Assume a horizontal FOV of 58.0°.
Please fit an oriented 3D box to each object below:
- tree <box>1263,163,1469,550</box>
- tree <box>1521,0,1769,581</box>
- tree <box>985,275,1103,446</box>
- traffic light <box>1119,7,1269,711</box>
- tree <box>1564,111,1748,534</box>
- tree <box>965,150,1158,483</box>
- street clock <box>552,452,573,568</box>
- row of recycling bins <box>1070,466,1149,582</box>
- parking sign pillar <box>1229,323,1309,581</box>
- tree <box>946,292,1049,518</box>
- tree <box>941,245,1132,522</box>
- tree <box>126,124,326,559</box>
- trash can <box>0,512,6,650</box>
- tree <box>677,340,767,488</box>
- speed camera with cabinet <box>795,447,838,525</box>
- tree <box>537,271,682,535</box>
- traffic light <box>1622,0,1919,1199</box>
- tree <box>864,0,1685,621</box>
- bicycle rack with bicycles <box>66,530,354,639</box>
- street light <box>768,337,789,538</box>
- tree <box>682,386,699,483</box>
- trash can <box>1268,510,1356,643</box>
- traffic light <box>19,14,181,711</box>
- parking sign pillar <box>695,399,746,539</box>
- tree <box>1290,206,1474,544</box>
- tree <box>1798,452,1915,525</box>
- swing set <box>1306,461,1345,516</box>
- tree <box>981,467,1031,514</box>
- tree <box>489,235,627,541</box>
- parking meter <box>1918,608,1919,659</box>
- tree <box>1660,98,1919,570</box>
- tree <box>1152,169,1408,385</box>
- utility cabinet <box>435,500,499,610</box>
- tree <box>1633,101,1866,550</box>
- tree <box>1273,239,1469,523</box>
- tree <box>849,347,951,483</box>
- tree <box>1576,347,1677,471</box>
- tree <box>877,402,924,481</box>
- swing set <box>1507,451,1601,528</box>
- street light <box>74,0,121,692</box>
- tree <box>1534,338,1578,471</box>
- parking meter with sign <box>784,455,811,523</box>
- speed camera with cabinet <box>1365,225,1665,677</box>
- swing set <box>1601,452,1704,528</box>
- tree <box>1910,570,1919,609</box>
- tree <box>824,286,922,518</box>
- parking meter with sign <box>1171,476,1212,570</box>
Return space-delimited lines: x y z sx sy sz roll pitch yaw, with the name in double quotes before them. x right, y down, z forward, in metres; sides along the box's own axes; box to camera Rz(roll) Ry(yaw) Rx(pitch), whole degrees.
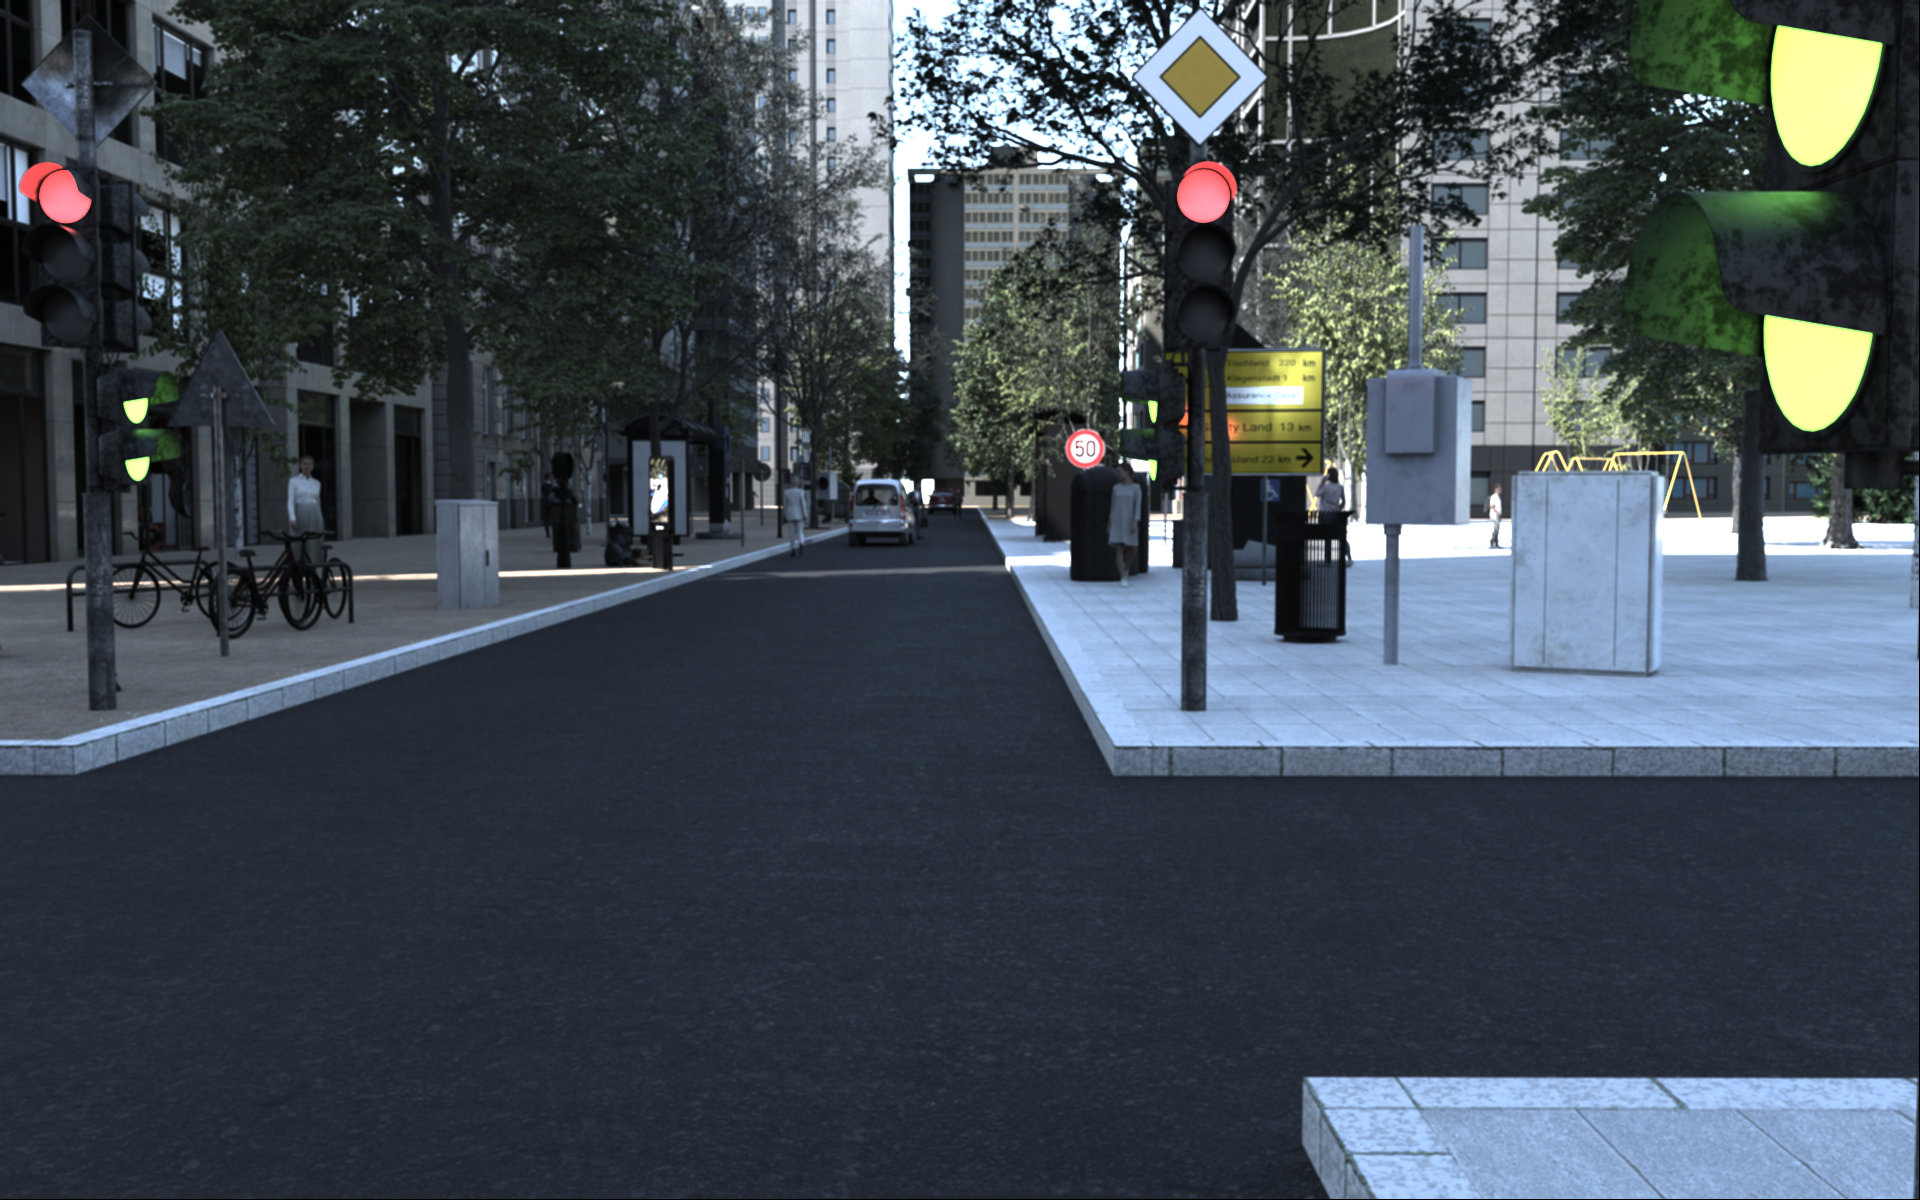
"tree" 8.824 -5.367 38.107 4.737 8.622 4.395 0 3 0
"tree" 11.851 -6.532 24.925 7.486 12.596 7.792 0 3 0
"tree" 2.955 -6.515 56.886 4.737 8.622 4.395 0 3 0
"traffic light" 1.371 -1.300 10.182 0.839 4.253 0.868 0 4 0
"tree" 24.875 -8.868 55.361 12.009 13.543 11.850 0 3 0
"tree" 2.535 -5.287 36.810 4.360 8.622 3.978 0 3 0
"street clock" -6.879 -1.557 30.020 0.358 2.002 0.471 0 4 6
"row of recycling bins" 2.317 -1.215 26.986 1.069 1.692 3.534 1 4 12
"parking sign pillar" 4.567 -2.301 26.093 1.447 3.967 1.447 -1 4 -22
"tree" 2.680 -11.327 103.321 7.486 12.596 7.792 0 3 0
"tree" 3.562 -9.915 79.119 9.611 12.733 9.660 0 3 0
"tree" -14.343 -5.114 33.969 4.737 8.622 4.395 0 3 0
"trash can" -7.806 -0.109 13.436 0.748 1.137 0.748 0 3 0
"tree" -11.364 -7.985 80.914 4.737 8.622 4.395 0 3 0
"speed camera with cabinet" -6.105 -4.782 72.526 2.038 3.252 0.660 2 4 33
"tree" -11.605 -6.360 54.356 4.360 8.622 3.978 0 3 0
"traffic light" 1.327 -0.812 2.197 0.839 4.253 0.868 0 4 0
"tree" 2.813 -5.088 17.604 8.767 10.594 7.601 1 4 18
"bicycle rack with bicycles" -7.006 -0.208 16.788 2.852 0.926 2.925 1 4 21
"street light" -5.270 -4.751 50.471 0.468 5.910 1.993 0 4 0
"tree" -12.714 -7.452 72.195 4.360 8.622 3.978 0 3 0
"trash can" 3.052 -0.209 15.077 0.748 1.137 0.748 0 3 0
"traffic light" -5.091 -1.302 10.201 0.839 4.253 0.868 0 4 0
"parking sign pillar" -6.880 -3.739 49.603 1.447 3.967 1.447 0 4 2
"tree" 10.616 -5.740 44.217 4.360 8.622 3.978 0 3 0
"tree" 45.817 -10.698 76.728 18.604 14.587 13.155 0 4 -2
"swing set" 16.993 -5.257 83.565 2.862 2.851 3.119 -2 4 -24
"tree" 2.993 -7.877 112.509 4.285 4.588 4.351 0 3 0
"tree" -11.165 -5.950 47.639 4.737 8.622 4.395 0 3 0
"parking meter" 7.636 -0.304 13.377 0.372 1.533 0.369 0 3 0
"tree" 14.699 -4.986 31.890 4.360 8.622 3.978 0 3 0
"tree" 12.085 -9.385 63.822 12.009 13.543 11.850 0 3 0
"utility cabinet" -5.563 -0.517 19.619 0.306 1.237 1.020 1 4 9
"tree" 20.588 -7.542 40.313 9.611 12.733 9.660 0 3 0
"tree" 17.287 -9.723 75.979 9.611 12.733 9.660 0 3 0
"tree" -5.319 -14.806 148.731 9.857 13.997 8.962 0 3 0
"tree" 27.693 -7.330 70.206 4.737 8.622 4.395 0 3 0
"tree" -4.898 -11.524 138.785 4.360 8.622 3.978 0 3 0
"swing set" 21.856 -4.061 64.025 2.862 2.851 3.119 1 4 13
"street light" -5.556 -2.343 11.089 0.468 5.910 1.993 0 4 0
"tree" 28.873 -7.989 80.975 4.737 8.622 4.395 0 3 0
"parking meter with sign" -7.286 -4.933 76.916 0.543 3.016 1.738 2 4 26
"speed camera with cabinet" 4.068 -1.125 12.727 2.038 3.252 0.660 2 4 28
"swing set" 26.041 -4.138 65.271 2.862 2.851 3.119 -2 4 -34
"tree" 10.747 -4.194 18.930 4.360 8.622 3.978 0 3 0
"tree" -5.857 -10.605 91.518 7.486 12.596 7.792 0 3 0
"parking meter with sign" 4.321 -2.031 29.474 0.543 3.016 1.738 -3 4 -37
